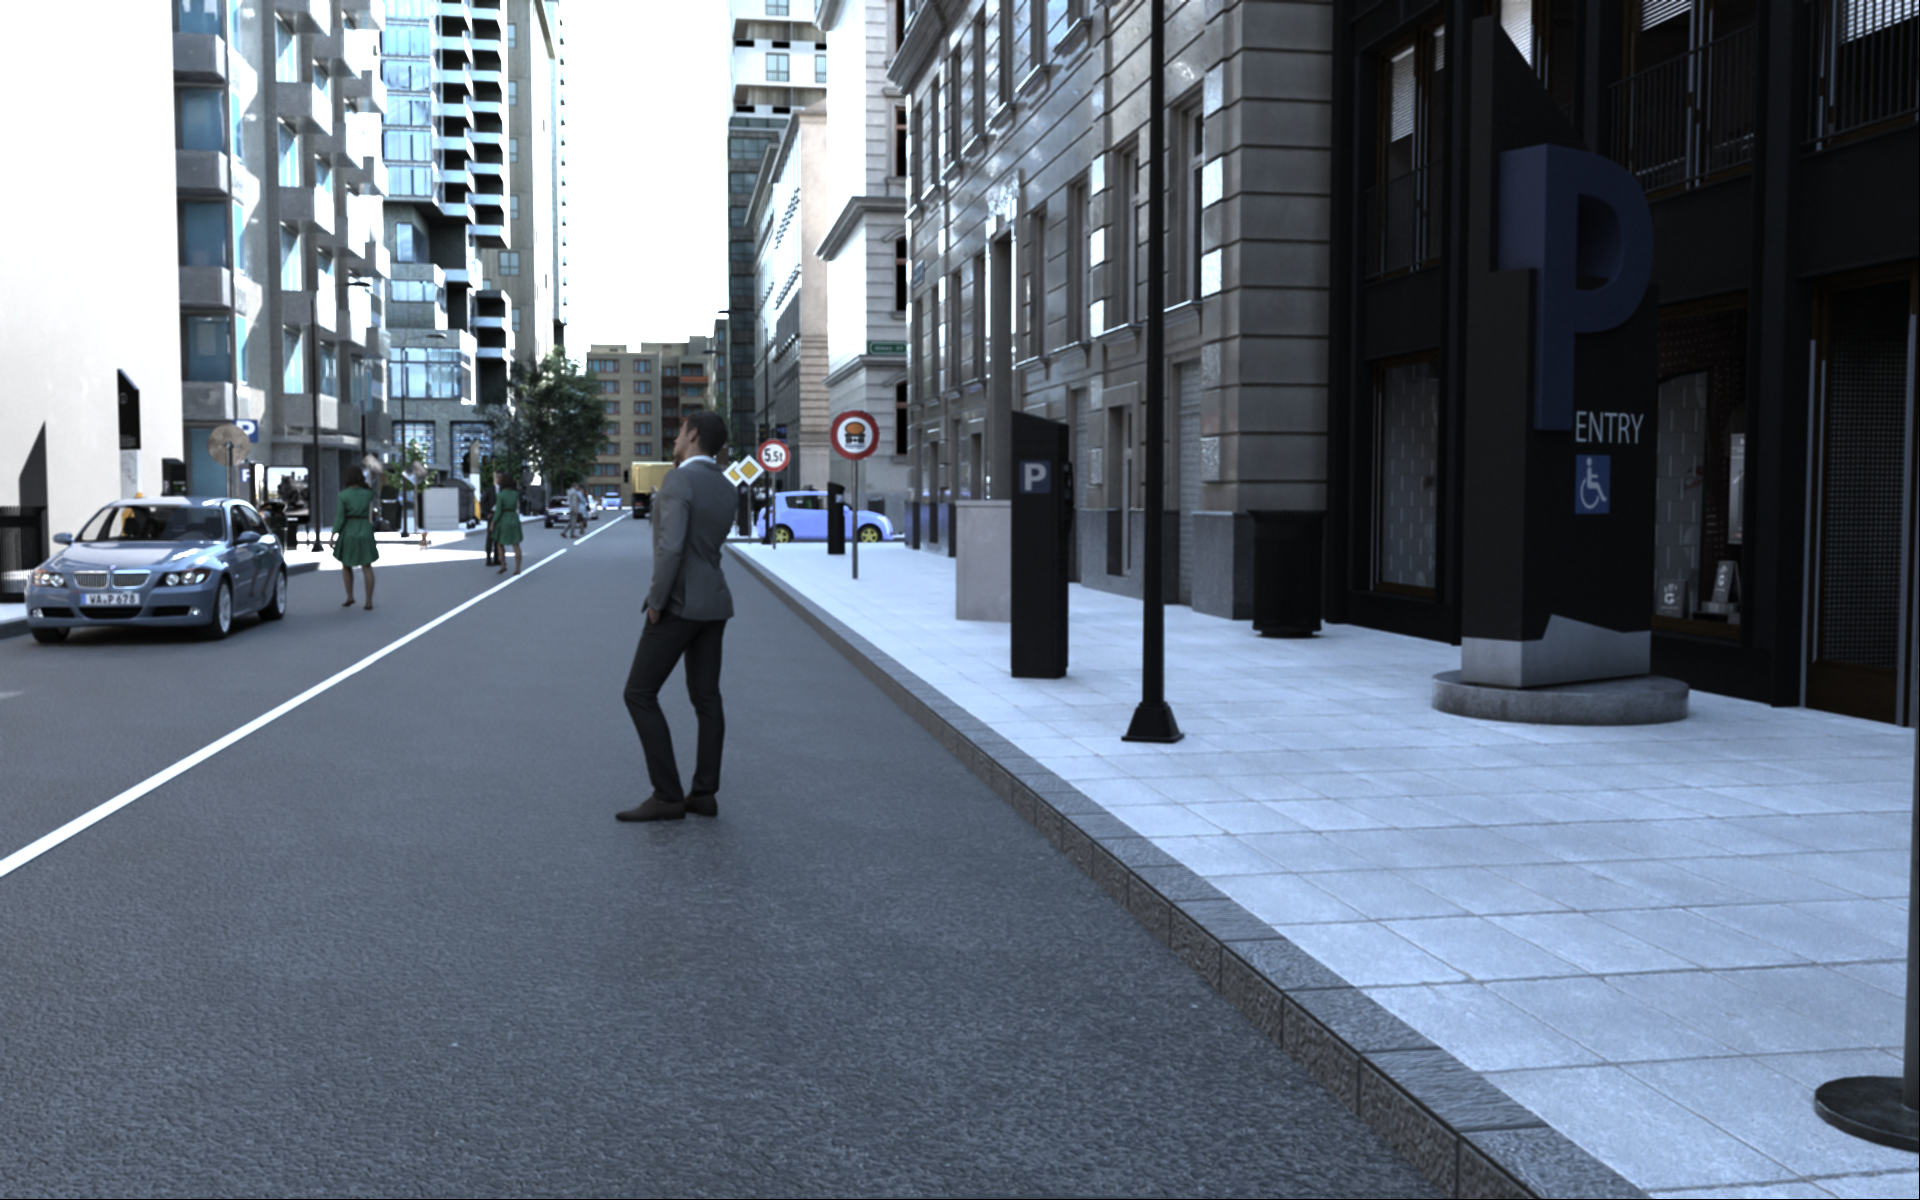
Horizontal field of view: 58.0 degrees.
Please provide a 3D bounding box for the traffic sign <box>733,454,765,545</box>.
[{"bbox_3d":[-5.336,-2.459,43.848,0.795,2.450,0.064,-1,4,-10],"label":"traffic sign"}]

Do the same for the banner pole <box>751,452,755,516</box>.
[{"bbox_3d":[-12.257,-6.886,102.601,0.401,3.779,0.863,-2,4,-26],"label":"banner pole"}]

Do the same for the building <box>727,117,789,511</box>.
[{"bbox_3d":[-11.337,-22.341,136.971,14.160,30.474,14.107,-1,4,-10],"label":"building"}]

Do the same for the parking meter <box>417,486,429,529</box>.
[{"bbox_3d":[-19.851,-3.568,64.051,0.255,1.863,0.399,3,5,42],"label":"parking meter"}]

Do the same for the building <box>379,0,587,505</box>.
[{"bbox_3d":[-62.442,-55.261,216.186,31.000,86.520,22.319,-1,4,-10],"label":"building"}]

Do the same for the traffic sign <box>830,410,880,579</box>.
[{"bbox_3d":[-1.593,-1.598,26.228,0.768,2.556,0.104,-1,4,-9],"label":"traffic sign"}]

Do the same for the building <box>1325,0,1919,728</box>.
[{"bbox_3d":[11.040,-11.019,9.837,12.332,23.373,15.834,-1,4,-10],"label":"building"}]

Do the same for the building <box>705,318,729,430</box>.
[{"bbox_3d":[-12.835,-20.894,186.648,27.650,21.520,28.899,-1,4,-10],"label":"building"}]

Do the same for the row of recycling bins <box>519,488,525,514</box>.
[{"bbox_3d":[-28.924,-6.350,110.938,1.069,1.692,3.534,1,4,22],"label":"row of recycling bins"}]

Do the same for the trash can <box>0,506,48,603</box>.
[{"bbox_3d":[-11.222,-0.544,20.544,0.748,1.137,0.748,0,3,0],"label":"trash can"}]

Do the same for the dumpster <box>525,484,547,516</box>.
[{"bbox_3d":[-25.330,-5.964,103.272,1.264,1.857,1.865,-1,4,-10],"label":"dumpster"}]

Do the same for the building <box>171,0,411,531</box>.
[{"bbox_3d":[-34.107,-27.165,63.762,23.786,49.044,30.456,-1,4,-10],"label":"building"}]

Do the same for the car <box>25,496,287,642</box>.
[{"bbox_3d":[-8.369,-0.390,18.384,2.014,1.417,4.499,-1,4,-10],"label":"car"}]

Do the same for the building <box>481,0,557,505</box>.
[{"bbox_3d":[-56.106,-36.025,178.244,27.495,52.752,28.713,-1,4,-10],"label":"building"}]

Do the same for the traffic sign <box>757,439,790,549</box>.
[{"bbox_3d":[-4.310,-2.449,40.140,0.768,2.556,0.104,0,4,-2],"label":"traffic sign"}]

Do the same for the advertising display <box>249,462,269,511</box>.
[{"bbox_3d":[-14.260,-1.833,35.177,0.123,1.923,0.974,-1,4,-12],"label":"advertising display"}]

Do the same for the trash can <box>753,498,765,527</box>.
[{"bbox_3d":[-7.625,-3.364,66.647,0.748,1.137,0.748,0,3,0],"label":"trash can"}]

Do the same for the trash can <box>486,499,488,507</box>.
[{"bbox_3d":[-29.411,-5.862,107.491,0.748,1.137,0.748,0,3,0],"label":"trash can"}]

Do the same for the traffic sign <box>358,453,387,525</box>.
[{"bbox_3d":[-14.402,-2.365,42.318,0.795,2.450,0.064,-1,4,-10],"label":"traffic sign"}]

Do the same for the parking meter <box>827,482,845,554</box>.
[{"bbox_3d":[-2.639,-1.744,36.931,0.372,1.533,0.369,0,3,0],"label":"parking meter"}]

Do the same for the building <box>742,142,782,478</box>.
[{"bbox_3d":[-5.283,-17.072,112.413,16.112,22.955,30.059,-1,4,-10],"label":"building"}]

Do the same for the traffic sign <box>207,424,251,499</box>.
[{"bbox_3d":[-13.272,-1.918,31.460,0.768,2.556,0.104,0,4,-3],"label":"traffic sign"}]

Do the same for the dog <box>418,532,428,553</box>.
[{"bbox_3d":[-13.193,-1.427,42.626,0.540,0.507,0.406,2,4,27],"label":"dog"}]

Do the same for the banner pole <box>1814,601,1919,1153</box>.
[{"bbox_3d":[2.150,-0.829,3.564,0.863,3.779,0.401,-3,4,-37],"label":"banner pole"}]

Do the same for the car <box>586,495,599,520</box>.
[{"bbox_3d":[-21.425,-5.225,97.791,2.083,1.381,4.827,-1,4,-10],"label":"car"}]

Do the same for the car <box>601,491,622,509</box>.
[{"bbox_3d":[-33.038,-9.470,164.428,1.945,1.707,3.694,-1,4,-9],"label":"car"}]

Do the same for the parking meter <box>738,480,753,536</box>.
[{"bbox_3d":[-6.531,-2.878,52.769,0.399,1.863,0.255,0,4,7],"label":"parking meter"}]

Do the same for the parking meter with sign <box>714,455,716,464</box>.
[{"bbox_3d":[-10.747,-4.874,75.953,0.543,3.016,1.738,0,4,-7],"label":"parking meter with sign"}]

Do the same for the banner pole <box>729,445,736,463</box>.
[{"bbox_3d":[-10.500,-5.397,78.265,0.863,3.779,0.401,1,4,22],"label":"banner pole"}]

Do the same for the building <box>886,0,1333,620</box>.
[{"bbox_3d":[6.280,-14.212,29.631,12.463,27.353,25.104,-1,4,-10],"label":"building"}]

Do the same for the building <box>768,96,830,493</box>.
[{"bbox_3d":[-4.223,-14.609,88.003,9.793,20.994,18.267,-1,4,-10],"label":"building"}]

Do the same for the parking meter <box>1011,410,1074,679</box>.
[{"bbox_3d":[0.573,-0.391,12.108,0.399,1.863,0.255,1,4,20],"label":"parking meter"}]

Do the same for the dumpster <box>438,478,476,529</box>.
[{"bbox_3d":[-18.446,-3.527,63.432,1.264,1.857,1.865,-1,4,-10],"label":"dumpster"}]

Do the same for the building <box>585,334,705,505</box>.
[{"bbox_3d":[-33.224,-23.238,224.976,28.899,21.520,27.650,-1,4,-10],"label":"building"}]

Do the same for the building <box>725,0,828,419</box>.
[{"bbox_3d":[-7.315,-34.789,158.044,28.713,52.752,27.495,-1,4,-10],"label":"building"}]

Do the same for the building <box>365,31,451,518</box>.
[{"bbox_3d":[-46.315,-24.815,97.614,32.217,40.220,23.993,-1,4,-10],"label":"building"}]

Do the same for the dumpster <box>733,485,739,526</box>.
[{"bbox_3d":[-9.197,-3.834,68.440,1.264,1.857,1.865,-1,4,-10],"label":"dumpster"}]

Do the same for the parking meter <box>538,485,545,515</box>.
[{"bbox_3d":[-25.547,-6.119,105.755,0.399,1.863,0.255,2,4,30],"label":"parking meter"}]

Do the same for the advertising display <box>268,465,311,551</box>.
[{"bbox_3d":[-15.260,-2.086,39.326,0.974,1.923,0.123,-3,4,-38],"label":"advertising display"}]

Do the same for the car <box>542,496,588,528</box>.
[{"bbox_3d":[-16.941,-3.786,74.488,1.945,1.354,3.894,-1,4,-11],"label":"car"}]

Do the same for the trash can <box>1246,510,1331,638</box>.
[{"bbox_3d":[2.947,-0.240,15.583,0.748,1.137,0.748,0,3,0],"label":"trash can"}]

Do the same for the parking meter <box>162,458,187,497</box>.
[{"bbox_3d":[-12.776,-1.376,28.209,0.399,1.863,0.255,3,5,43],"label":"parking meter"}]

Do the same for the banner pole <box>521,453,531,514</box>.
[{"bbox_3d":[-26.322,-7.048,105.251,0.401,3.779,0.863,3,4,36],"label":"banner pole"}]

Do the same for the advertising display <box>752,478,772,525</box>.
[{"bbox_3d":[-8.021,-4.019,70.930,0.974,1.923,0.123,-1,4,-22],"label":"advertising display"}]

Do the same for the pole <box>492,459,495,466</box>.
[{"bbox_3d":[-27.060,-6.528,100.580,0.158,3.312,0.155,0,3,0],"label":"pole"}]

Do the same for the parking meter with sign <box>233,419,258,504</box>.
[{"bbox_3d":[-16.376,-2.661,39.767,0.543,3.016,1.738,-1,4,-22],"label":"parking meter with sign"}]

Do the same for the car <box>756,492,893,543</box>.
[{"bbox_3d":[-3.657,-2.284,46.932,3.694,1.707,1.945,-1,4,-11],"label":"car"}]

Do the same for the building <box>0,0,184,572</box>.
[{"bbox_3d":[-24.277,-12.320,31.116,15.834,23.373,12.332,-1,4,-10],"label":"building"}]

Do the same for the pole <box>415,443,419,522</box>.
[{"bbox_3d":[-21.657,-4.598,69.026,0.158,3.312,0.155,0,3,0],"label":"pole"}]

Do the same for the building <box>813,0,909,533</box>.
[{"bbox_3d":[6.776,-16.880,63.377,23.554,28.519,14.401,-1,4,-10],"label":"building"}]
